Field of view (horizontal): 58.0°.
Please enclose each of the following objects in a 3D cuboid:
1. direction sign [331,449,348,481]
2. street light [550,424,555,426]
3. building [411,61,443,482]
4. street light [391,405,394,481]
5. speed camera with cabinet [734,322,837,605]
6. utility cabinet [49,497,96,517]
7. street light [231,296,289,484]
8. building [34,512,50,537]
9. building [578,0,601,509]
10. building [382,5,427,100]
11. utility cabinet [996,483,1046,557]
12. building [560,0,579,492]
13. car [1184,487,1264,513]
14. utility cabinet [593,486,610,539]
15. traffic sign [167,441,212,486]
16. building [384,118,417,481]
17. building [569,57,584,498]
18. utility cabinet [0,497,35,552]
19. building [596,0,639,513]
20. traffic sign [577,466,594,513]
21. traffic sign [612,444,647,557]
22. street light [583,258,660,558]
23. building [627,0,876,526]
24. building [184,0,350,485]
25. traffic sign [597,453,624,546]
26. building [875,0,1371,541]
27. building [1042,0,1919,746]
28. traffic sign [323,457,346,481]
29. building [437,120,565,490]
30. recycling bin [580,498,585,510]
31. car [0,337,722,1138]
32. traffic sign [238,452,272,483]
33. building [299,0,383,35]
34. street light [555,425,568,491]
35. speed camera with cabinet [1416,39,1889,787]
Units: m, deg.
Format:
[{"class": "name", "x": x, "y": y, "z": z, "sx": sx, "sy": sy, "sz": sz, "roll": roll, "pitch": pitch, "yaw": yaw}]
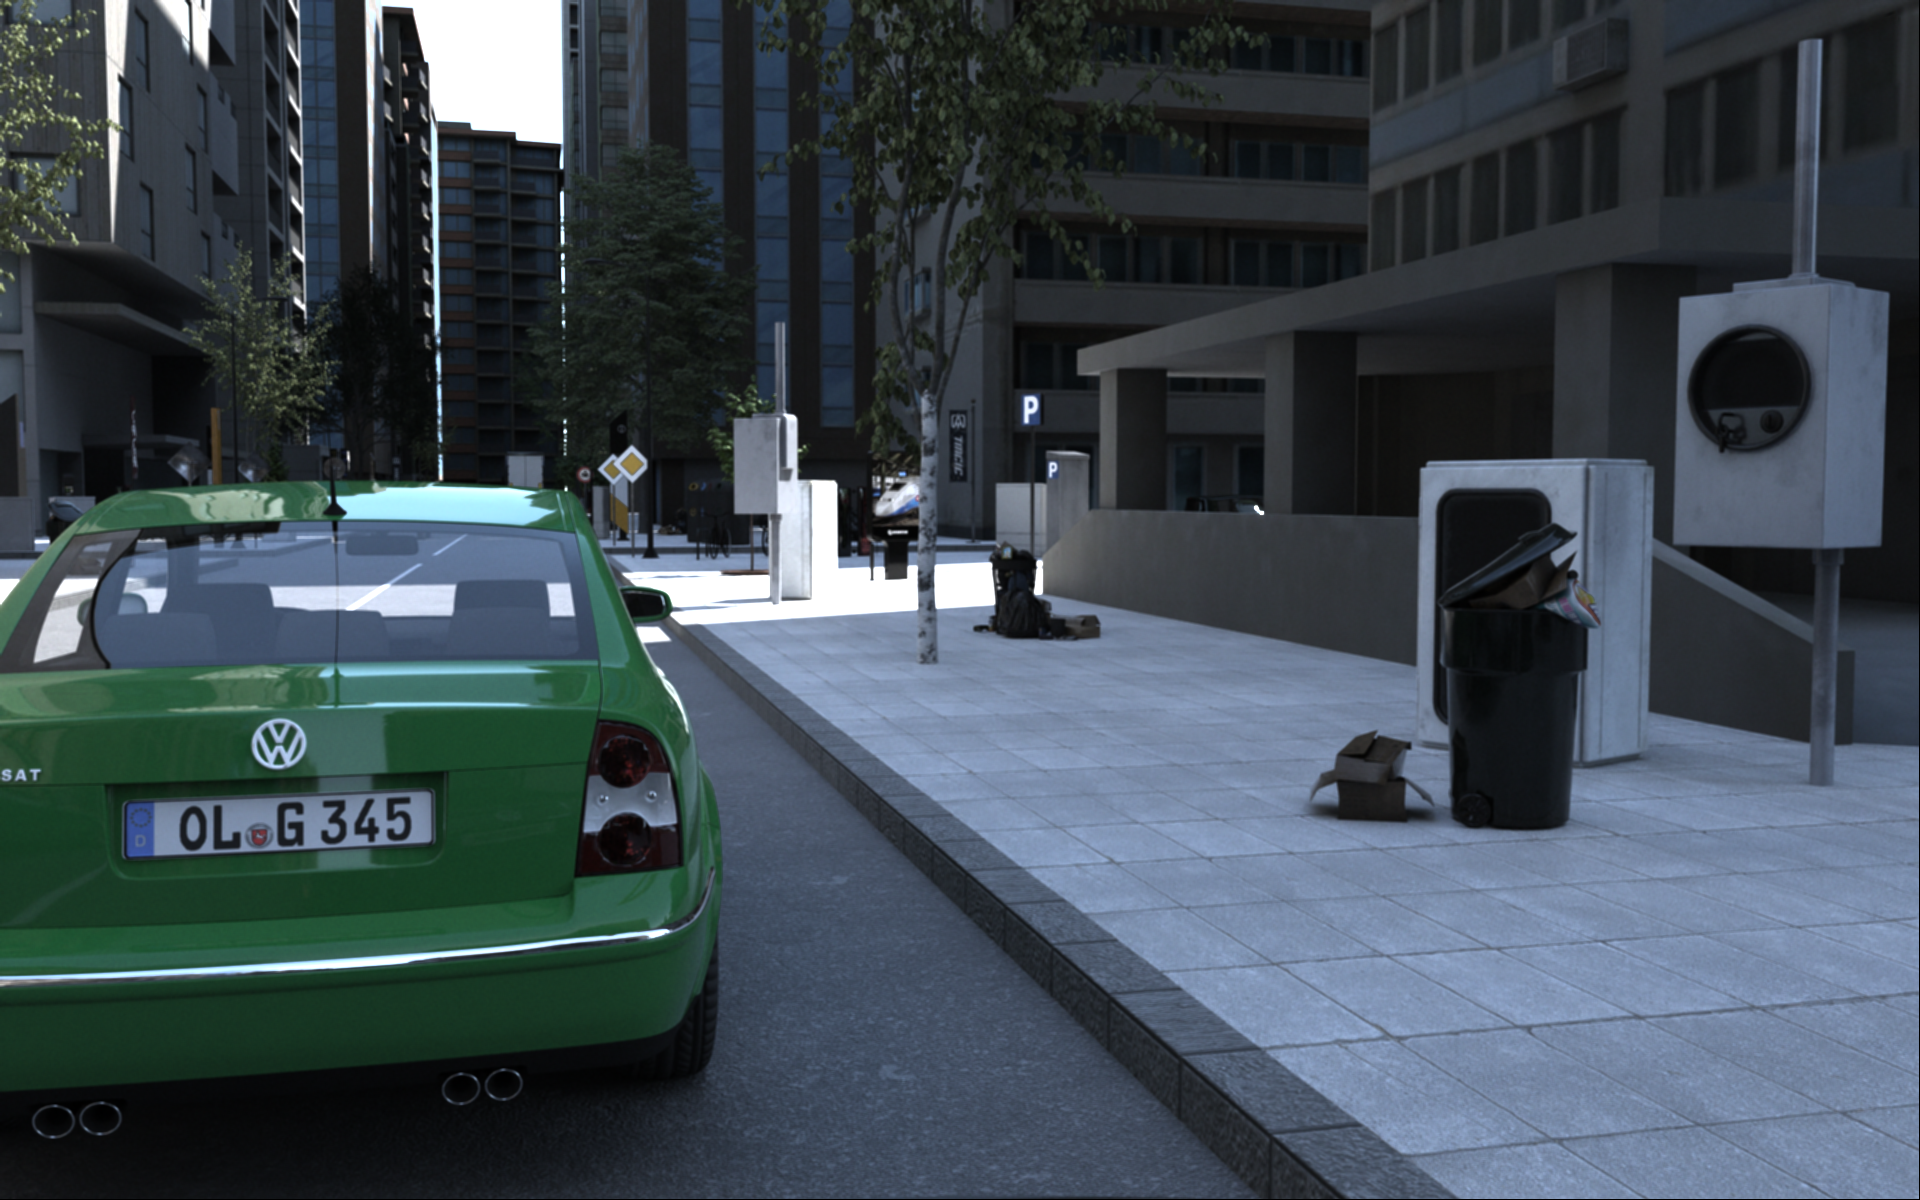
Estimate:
[{"class": "direction sign", "x": -30.891, "y": -5.761, "z": 86.191, "sx": 0.876, "sy": 3.537, "sz": 0.379, "roll": 0, "pitch": 4, "yaw": 5}, {"class": "street light", "x": -26.777, "y": -8.753, "z": 115.656, "sx": 1.470, "sy": 5.913, "sz": 1.316, "roll": -1, "pitch": 4, "yaw": -14}, {"class": "building", "x": -60.340, "y": -32.113, "z": 175.163, "sx": 14.200, "sy": 45.320, "sz": 14.600, "roll": -1, "pitch": 4, "yaw": -14}, {"class": "street light", "x": -28.087, "y": -7.024, "z": 87.391, "sx": 1.470, "sy": 5.913, "sz": 1.316, "roll": -1, "pitch": 4, "yaw": -14}, {"class": "speed camera with cabinet", "x": -2.074, "y": -1.616, "z": 20.765, "sx": 0.660, "sy": 3.252, "sz": 2.038, "roll": 1, "pitch": 4, "yaw": 15}, {"class": "utility cabinet", "x": -21.812, "y": -1.922, "z": 42.583, "sx": 0.306, "sy": 1.237, "sz": 1.020, "roll": 2, "pitch": 4, "yaw": 33}, {"class": "street light", "x": -16.444, "y": -4.166, "z": 40.661, "sx": 1.470, "sy": 5.913, "sz": 1.316, "roll": -1, "pitch": 4, "yaw": -14}, {"class": "building", "x": -40.930, "y": -28.725, "z": 58.899, "sx": 28.713, "sy": 52.752, "sz": 27.495, "roll": -1, "pitch": 4, "yaw": -14}, {"class": "building", "x": -21.571, "y": -37.020, "z": 147.274, "sx": 21.231, "sy": 58.520, "sz": 28.212, "roll": -1, "pitch": 4, "yaw": -14}, {"class": "building", "x": -58.480, "y": -30.425, "z": 152.069, "sx": 22.147, "sy": 44.769, "sz": 28.867, "roll": -1, "pitch": 4, "yaw": -14}, {"class": "utility cabinet", "x": 1.285, "y": -1.630, "z": 35.324, "sx": 1.173, "sy": 1.500, "sz": 0.318, "roll": 3, "pitch": 5, "yaw": 40}, {"class": "building", "x": -37.670, "y": -47.250, "z": 210.782, "sx": 20.611, "sy": 71.187, "sz": 20.563, "roll": -1, "pitch": 4, "yaw": -14}, {"class": "car", "x": 7.379, "y": -2.058, "z": 43.440, "sx": 4.222, "sy": 1.686, "sz": 2.009, "roll": -1, "pitch": 4, "yaw": -12}, {"class": "utility cabinet", "x": -10.233, "y": -2.496, "z": 49.494, "sx": 0.318, "sy": 1.500, "sz": 1.173, "roll": 0, "pitch": 4, "yaw": -3}, {"class": "traffic sign", "x": -14.680, "y": -1.799, "z": 33.055, "sx": 0.795, "sy": 2.450, "sz": 0.064, "roll": -1, "pitch": 4, "yaw": -14}, {"class": "building", "x": -49.388, "y": -22.026, "z": 131.827, "sx": 14.160, "sy": 30.474, "sz": 14.107, "roll": -1, "pitch": 4, "yaw": -14}, {"class": "building", "x": -30.157, "y": -29.592, "z": 167.424, "sx": 14.154, "sy": 41.232, "sz": 14.086, "roll": -1, "pitch": 4, "yaw": -14}, {"class": "utility cabinet", "x": -21.331, "y": -1.691, "z": 38.813, "sx": 1.020, "sy": 1.237, "sz": 0.306, "roll": -2, "pitch": 4, "yaw": -24}, {"class": "building", "x": -19.300, "y": -27.096, "z": 126.614, "sx": 14.154, "sy": 41.232, "sz": 14.086, "roll": -1, "pitch": 4, "yaw": -14}, {"class": "traffic sign", "x": -17.202, "y": -4.860, "z": 79.562, "sx": 0.768, "sy": 2.556, "sz": 0.104, "roll": 0, "pitch": 4, "yaw": -8}, {"class": "traffic sign", "x": -6.625, "y": -1.920, "z": 35.029, "sx": 0.795, "sy": 2.450, "sz": 0.064, "roll": -1, "pitch": 4, "yaw": -14}, {"class": "street light", "x": -6.729, "y": -3.784, "z": 34.417, "sx": 1.470, "sy": 5.913, "sz": 1.316, "roll": -1, "pitch": 4, "yaw": -14}, {"class": "building", "x": -7.087, "y": -26.013, "z": 75.424, "sx": 14.600, "sy": 45.320, "sz": 14.200, "roll": -1, "pitch": 4, "yaw": -14}, {"class": "building", "x": -44.039, "y": -39.935, "z": 91.188, "sx": 20.563, "sy": 71.187, "sz": 20.611, "roll": -1, "pitch": 4, "yaw": -14}, {"class": "traffic sign", "x": -8.552, "y": -2.394, "z": 42.779, "sx": 0.795, "sy": 2.450, "sz": 0.064, "roll": -1, "pitch": 4, "yaw": -14}, {"class": "building", "x": 8.243, "y": -26.612, "z": 58.802, "sx": 21.600, "sy": 48.544, "sz": 21.300, "roll": -1, "pitch": 4, "yaw": -14}, {"class": "building", "x": 18.359, "y": -19.958, "z": 18.188, "sx": 32.217, "sy": 40.220, "sz": 23.993, "roll": -1, "pitch": 4, "yaw": -14}, {"class": "traffic sign", "x": -21.613, "y": -3.656, "z": 59.876, "sx": 0.768, "sy": 2.556, "sz": 0.104, "roll": 0, "pitch": 4, "yaw": -6}, {"class": "building", "x": -61.684, "y": -33.702, "z": 205.657, "sx": 28.867, "sy": 44.769, "sz": 22.147, "roll": -1, "pitch": 4, "yaw": -14}, {"class": "recycling bin", "x": -22.911, "y": -5.581, "z": 103.804, "sx": 0.722, "sy": 1.027, "sz": 0.722, "roll": 0, "pitch": 4, "yaw": 6}, {"class": "car", "x": -1.824, "y": 0.209, "z": 5.386, "sx": 1.959, "sy": 1.807, "sz": 4.718, "roll": -1, "pitch": 4, "yaw": -14}, {"class": "traffic sign", "x": -16.607, "y": -2.273, "z": 40.805, "sx": 0.795, "sy": 2.450, "sz": 0.064, "roll": -1, "pitch": 4, "yaw": -14}, {"class": "building", "x": -46.750, "y": -28.585, "z": 117.471, "sx": 14.600, "sy": 45.320, "sz": 14.200, "roll": -1, "pitch": 4, "yaw": -14}, {"class": "street light", "x": -15.209, "y": -5.889, "z": 68.818, "sx": 1.470, "sy": 5.913, "sz": 1.316, "roll": -1, "pitch": 4, "yaw": -14}, {"class": "speed camera with cabinet", "x": 3.143, "y": -0.841, "z": 8.087, "sx": 0.660, "sy": 3.252, "sz": 2.038, "roll": -3, "pitch": 4, "yaw": -38}]
